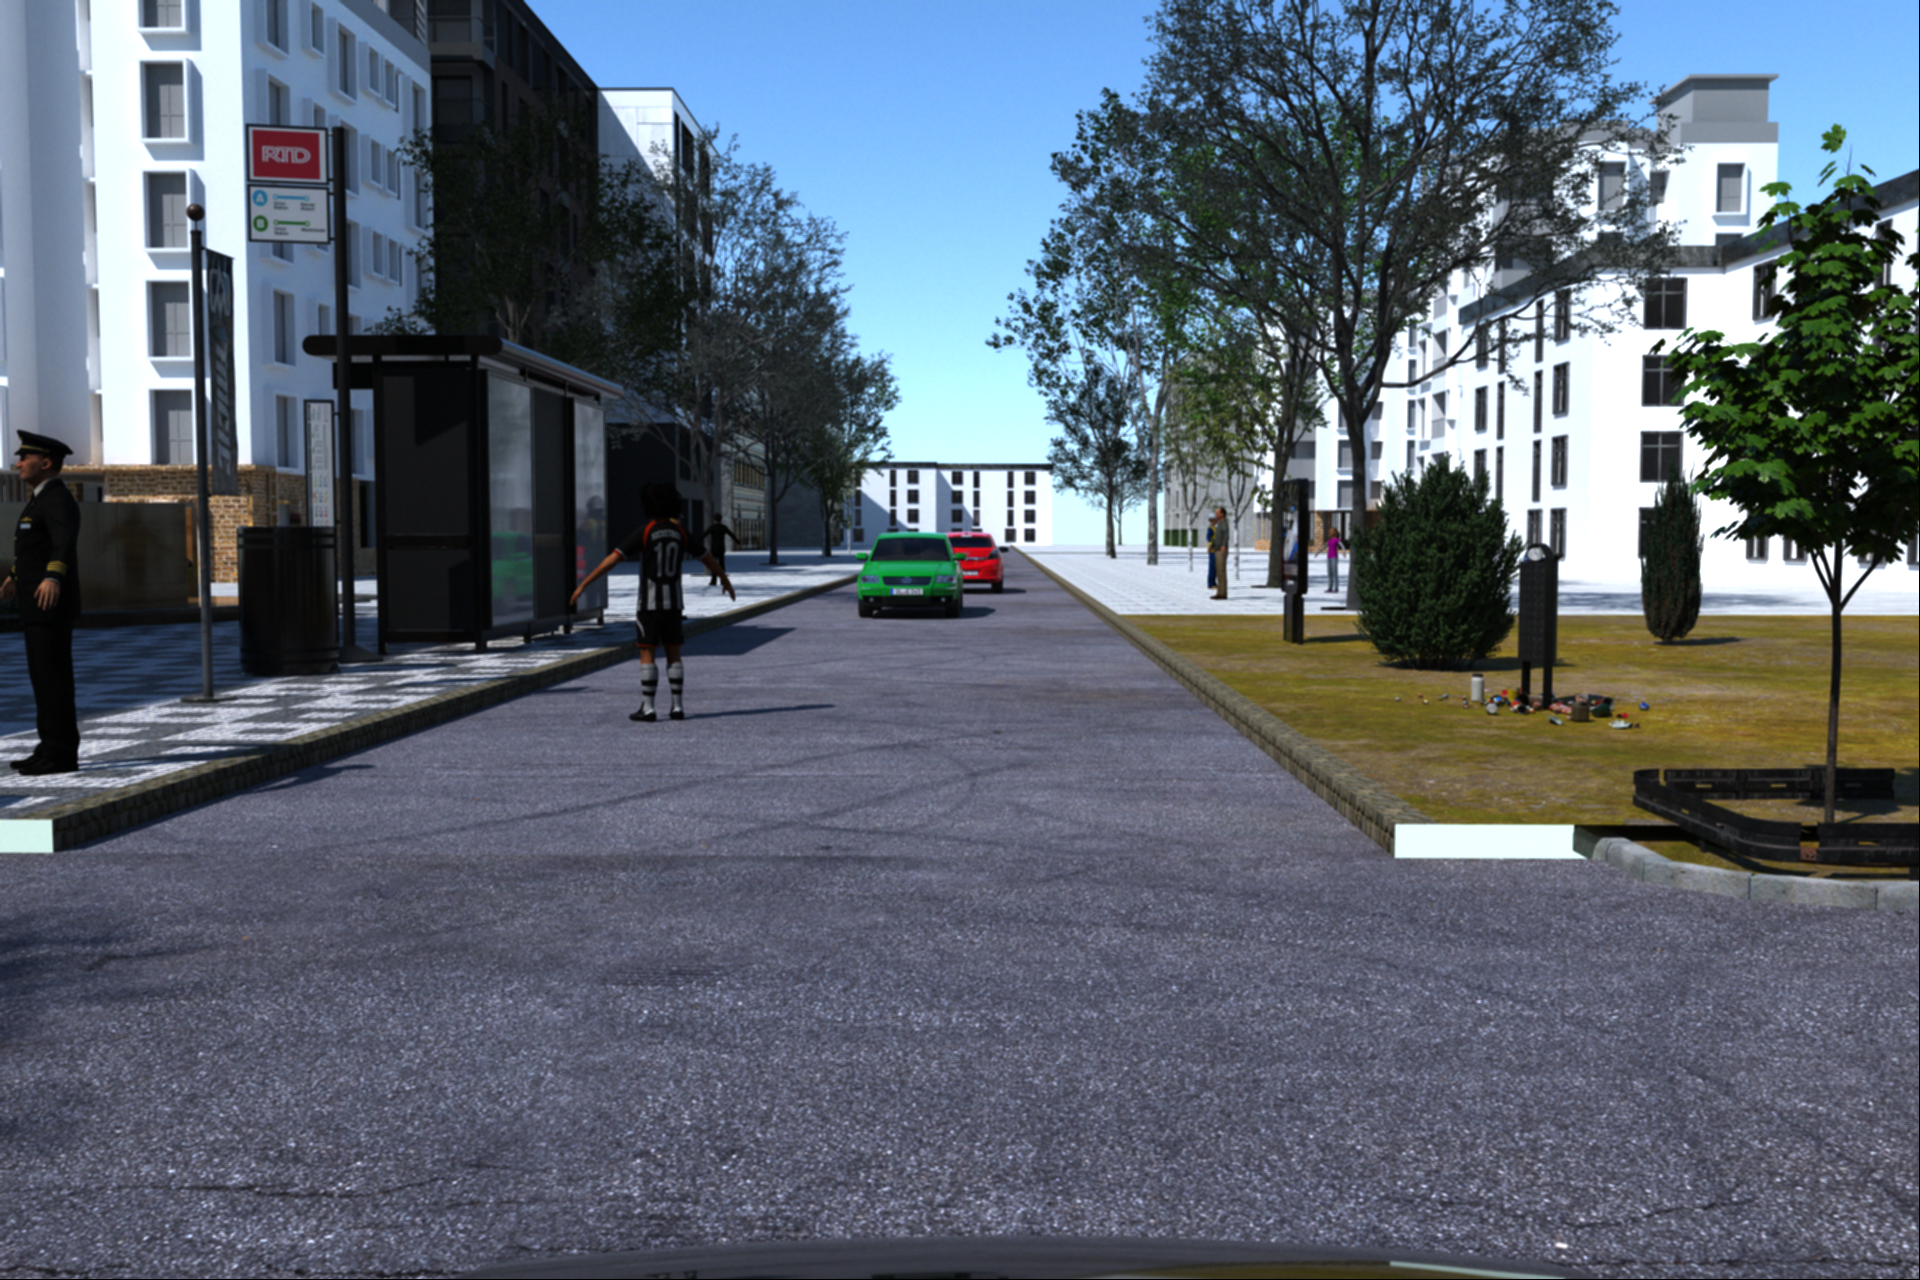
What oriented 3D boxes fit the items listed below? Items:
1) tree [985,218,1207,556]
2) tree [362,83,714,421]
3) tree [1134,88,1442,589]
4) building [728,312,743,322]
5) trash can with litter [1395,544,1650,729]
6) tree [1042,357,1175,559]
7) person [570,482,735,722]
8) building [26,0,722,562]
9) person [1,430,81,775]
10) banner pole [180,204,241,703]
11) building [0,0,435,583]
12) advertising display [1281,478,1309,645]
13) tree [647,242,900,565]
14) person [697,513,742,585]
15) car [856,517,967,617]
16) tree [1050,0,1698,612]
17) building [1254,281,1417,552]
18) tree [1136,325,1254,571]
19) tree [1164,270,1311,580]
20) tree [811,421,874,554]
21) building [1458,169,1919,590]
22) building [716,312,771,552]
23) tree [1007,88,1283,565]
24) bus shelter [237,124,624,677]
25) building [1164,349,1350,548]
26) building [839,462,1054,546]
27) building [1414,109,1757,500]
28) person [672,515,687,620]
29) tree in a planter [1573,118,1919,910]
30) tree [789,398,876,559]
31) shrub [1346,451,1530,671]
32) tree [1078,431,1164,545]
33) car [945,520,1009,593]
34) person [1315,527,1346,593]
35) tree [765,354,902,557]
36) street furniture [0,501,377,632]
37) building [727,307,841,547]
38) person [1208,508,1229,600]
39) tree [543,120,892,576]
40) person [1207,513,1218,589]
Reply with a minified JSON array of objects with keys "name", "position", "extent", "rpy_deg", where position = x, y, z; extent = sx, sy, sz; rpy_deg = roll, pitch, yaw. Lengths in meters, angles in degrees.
[{"name":"tree","position":[8.179,-15.183,104.130],"extent":[12.611,20.169,13.585],"rpy_deg":[0,3,0]},{"name":"tree","position":[-8.494,-6.161,35.139],"extent":[8.767,10.594,7.601],"rpy_deg":[2,4,29]},{"name":"tree","position":[7.673,-7.042,40.886],"extent":[9.928,11.665,9.643],"rpy_deg":[0,3,0]},{"name":"building","position":[-23.758,-17.890,148.920],"extent":[16.016,20.090,11.380],"rpy_deg":[0,4,0]},{"name":"trash can with litter","position":[4.173,-0.085,12.453],"extent":[1.678,1.210,2.233],"rpy_deg":[0,4,1]},{"name":"tree","position":[7.710,-9.547,90.510],"extent":[7.601,10.594,8.767],"rpy_deg":[1,4,9]},{"name":"person","position":[-2.313,-0.288,13.305],"extent":[1.345,1.843,0.704],"rpy_deg":[-2,4,-32]},{"name":"building","position":[-27.085,-14.294,77.687],"extent":[27.936,21.610,32.646],"rpy_deg":[0,4,1]},{"name":"person","position":[-4.959,-0.209,9.358],"extent":[0.705,1.837,1.347],"rpy_deg":[-3,4,-36]},{"name":"banner pole","position":[-5.791,-1.434,13.471],"extent":[0.401,3.779,0.863],"rpy_deg":[0,4,1]},{"name":"building","position":[-23.460,-11.666,47.153],"extent":[16.016,20.090,11.380],"rpy_deg":[0,4,2]},{"name":"advertising display","position":[3.951,-0.933,20.466],"extent":[0.123,1.923,0.974],"rpy_deg":[0,4,-1]},{"name":"tree","position":[-7.654,-9.886,72.005],"extent":[12.009,13.543,11.850],"rpy_deg":[0,3,0]},{"name":"person","position":[-6.076,-2.276,43.391],"extent":[1.347,1.806,0.705],"rpy_deg":[-2,4,-29]},{"name":"car","position":[-0.852,-1.368,31.169],"extent":[1.959,1.807,4.718],"rpy_deg":[0,4,1]},{"name":"tree","position":[6.635,-7.228,28.552],"extent":[12.009,13.543,11.850],"rpy_deg":[0,3,0]},{"name":"building","position":[28.231,-17.011,134.544],"extent":[16.016,20.090,11.380],"rpy_deg":[0,4,2]},{"name":"tree","position":[7.921,-6.674,59.478],"extent":[4.360,8.622,3.978],"rpy_deg":[0,3,0]},{"name":"tree","position":[7.682,-5.966,47.899],"extent":[4.737,8.622,4.395],"rpy_deg":[0,3,0]},{"name":"tree","position":[-6.906,-9.836,111.179],"extent":[4.360,8.622,3.978],"rpy_deg":[0,3,0]},{"name":"building","position":[22.924,-6.636,50.652],"extent":[9.099,9.664,28.070],"rpy_deg":[0,4,1]},{"name":"building","position":[-25.495,-18.547,134.165],"extent":[19.493,23.208,18.063],"rpy_deg":[0,4,1]},{"name":"tree","position":[8.167,-13.261,72.702],"extent":[12.611,20.169,13.585],"rpy_deg":[0,3,0]},{"name":"bus shelter","position":[-5.843,-2.575,19.734],"extent":[2.179,5.291,8.768],"rpy_deg":[0,4,1]},{"name":"building","position":[30.525,-18.828,174.303],"extent":[16.747,18.905,31.486],"rpy_deg":[0,4,1]},{"name":"building","position":[-3.086,-15.783,202.653],"extent":[28.070,9.664,9.099],"rpy_deg":[0,4,-5]},{"name":"building","position":[27.519,-13.898,83.648],"extent":[16.016,20.090,11.380],"rpy_deg":[0,4,2]},{"name":"person","position":[-4.286,-1.226,25.809],"extent":[0.705,1.858,1.354],"rpy_deg":[-3,5,-43]},{"name":"tree in a planter","position":[3.816,-0.628,7.498],"extent":[1.991,3.239,1.994],"rpy_deg":[0,4,1]},{"name":"tree","position":[-6.756,-8.430,88.196],"extent":[4.737,8.622,4.395],"rpy_deg":[0,3,0]},{"name":"shrub","position":[4.544,-0.762,16.508],"extent":[1.661,2.075,1.752],"rpy_deg":[0,3,0]},{"name":"tree","position":[18.338,-17.687,199.558],"extent":[12.009,13.543,11.850],"rpy_deg":[0,3,0]},{"name":"car","position":[0.152,-2.094,43.270],"extent":[2.155,1.783,4.494],"rpy_deg":[0,4,0]},{"name":"person","position":[8.093,-1.745,37.798],"extent":[0.599,1.433,0.991],"rpy_deg":[-2,4,-28]},{"name":"tree","position":[-7.328,-10.498,97.405],"extent":[9.928,11.665,9.643],"rpy_deg":[0,3,0]},{"name":"street furniture","position":[-15.073,-1.200,26.478],"extent":[9.812,1.723,11.010],"rpy_deg":[2,4,27]},{"name":"building","position":[-22.343,-21.188,177.358],"extent":[19.493,23.208,18.063],"rpy_deg":[0,4,1]},{"name":"person","position":[5.102,-1.696,34.002],"extent":[0.705,1.796,1.348],"rpy_deg":[0,4,-3]},{"name":"tree","position":[-7.707,-8.688,52.423],"extent":[12.009,13.543,11.850],"rpy_deg":[0,3,0]},{"name":"person","position":[6.018,-2.086,40.578],"extent":[0.721,1.772,1.216],"rpy_deg":[2,4,23]}]
